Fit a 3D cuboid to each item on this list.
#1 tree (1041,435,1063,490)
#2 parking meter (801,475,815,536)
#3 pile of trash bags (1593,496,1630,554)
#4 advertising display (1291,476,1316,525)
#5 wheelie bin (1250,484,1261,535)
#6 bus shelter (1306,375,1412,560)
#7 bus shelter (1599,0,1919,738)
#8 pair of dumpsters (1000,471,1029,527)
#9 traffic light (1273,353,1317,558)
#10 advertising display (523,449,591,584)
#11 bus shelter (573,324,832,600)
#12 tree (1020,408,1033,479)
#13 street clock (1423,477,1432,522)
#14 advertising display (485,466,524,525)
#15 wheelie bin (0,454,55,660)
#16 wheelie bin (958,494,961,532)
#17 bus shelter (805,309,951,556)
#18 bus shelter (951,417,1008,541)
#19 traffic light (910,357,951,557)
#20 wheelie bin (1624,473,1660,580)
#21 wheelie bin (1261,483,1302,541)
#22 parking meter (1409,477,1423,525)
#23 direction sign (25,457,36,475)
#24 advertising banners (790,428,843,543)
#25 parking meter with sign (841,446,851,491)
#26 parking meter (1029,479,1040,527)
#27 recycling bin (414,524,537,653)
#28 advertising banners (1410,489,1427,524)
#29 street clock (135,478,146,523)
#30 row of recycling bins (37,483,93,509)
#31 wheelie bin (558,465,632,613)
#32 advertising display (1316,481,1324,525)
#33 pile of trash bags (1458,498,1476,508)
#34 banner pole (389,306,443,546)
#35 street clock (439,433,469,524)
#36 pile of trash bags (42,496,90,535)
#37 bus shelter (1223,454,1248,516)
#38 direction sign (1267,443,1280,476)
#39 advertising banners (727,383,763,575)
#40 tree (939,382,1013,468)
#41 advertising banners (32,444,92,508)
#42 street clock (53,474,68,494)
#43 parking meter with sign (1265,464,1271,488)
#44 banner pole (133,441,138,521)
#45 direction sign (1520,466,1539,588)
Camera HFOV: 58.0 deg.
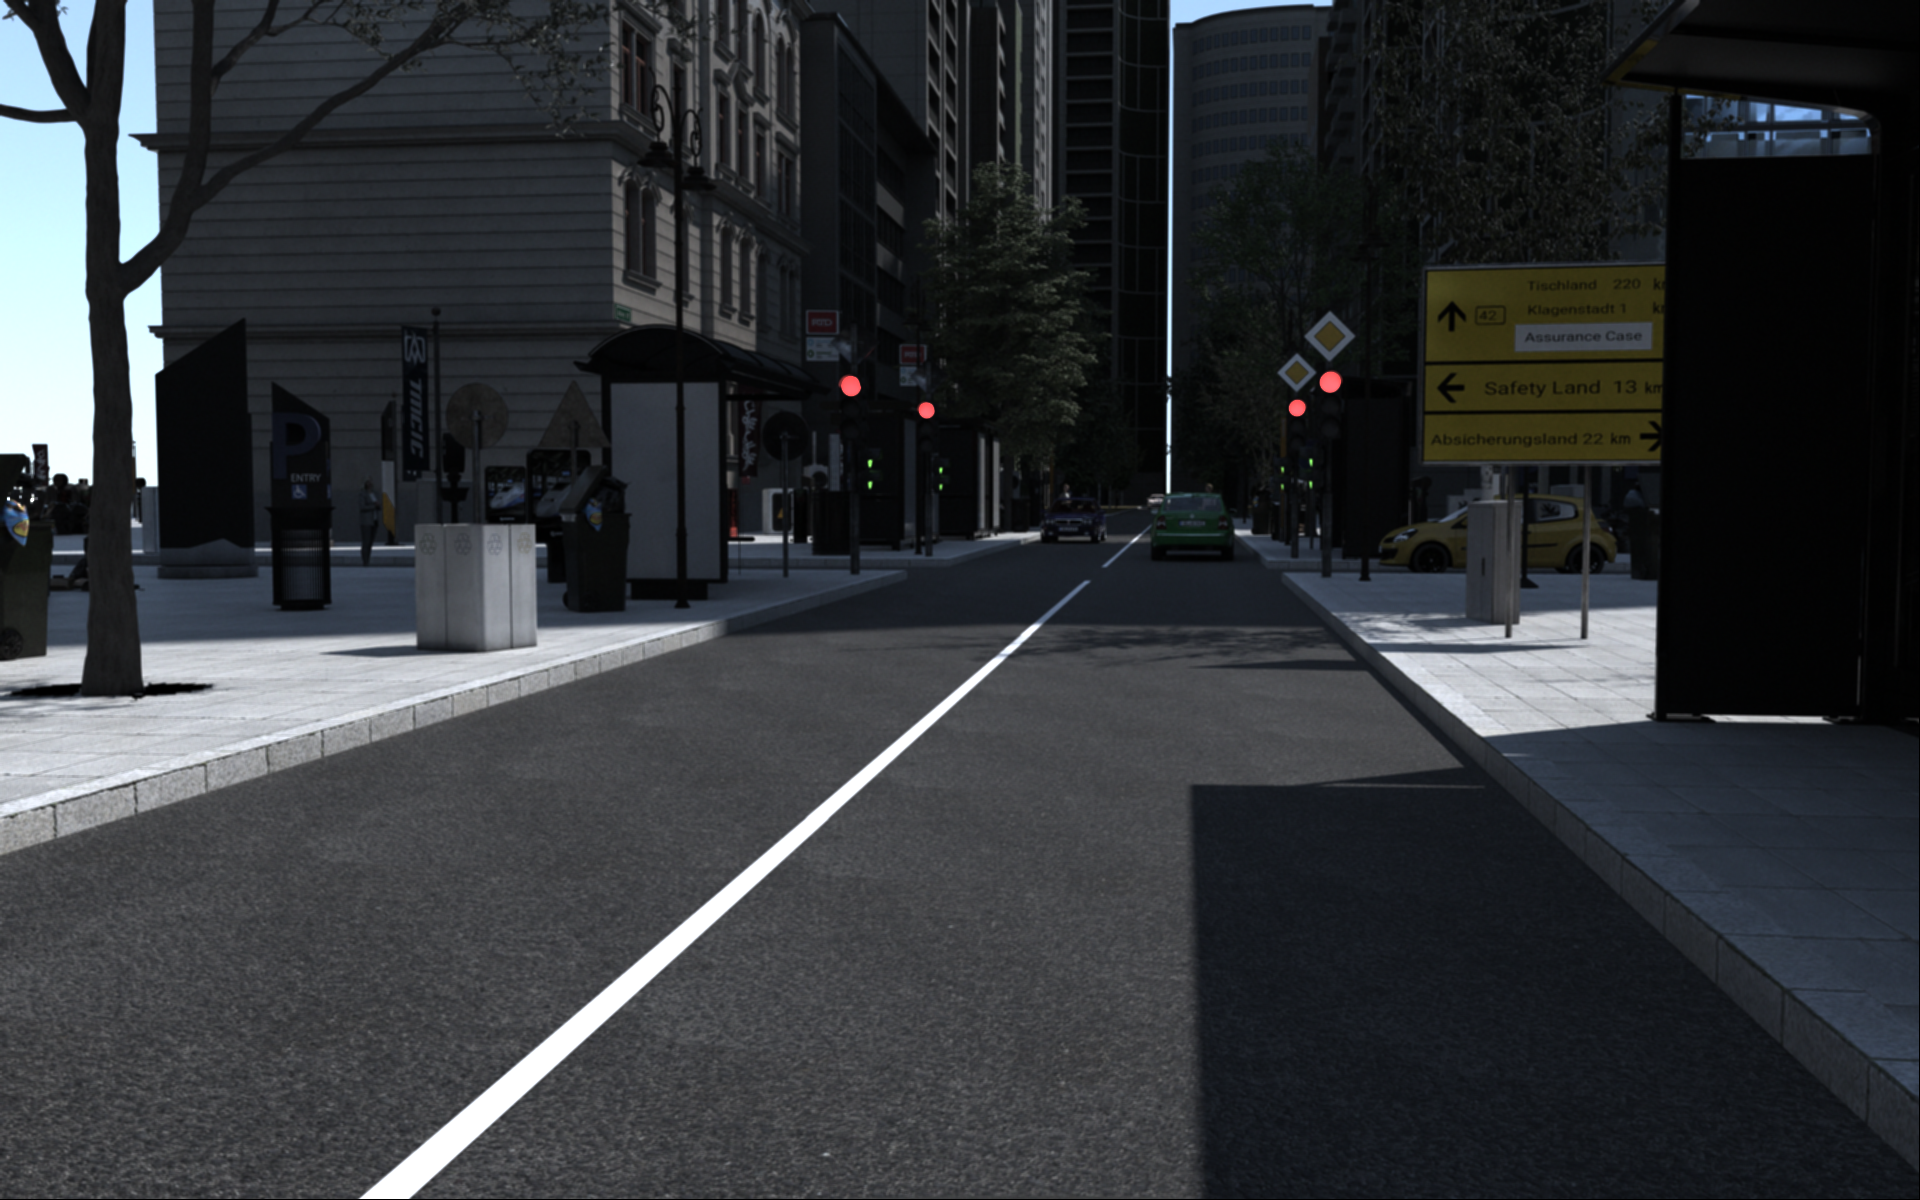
[{"bbox_3d":[4.655,-9.489,105.500,4.360,8.622,3.978,0,3,0],"label":"tree"},{"bbox_3d":[-4.613,-2.874,52.702,0.399,1.863,0.255,2,4,27],"label":"parking meter"},{"bbox_3d":[14.448,-1.728,38.001,3.447,1.369,1.912,1,4,9],"label":"pile of trash bags"},{"bbox_3d":[12.523,-3.573,63.627,0.974,1.923,0.123,-1,4,-23],"label":"advertising display"},{"bbox_3d":[9.587,-2.851,54.525,0.693,1.594,0.980,2,4,33],"label":"wheelie bin"},{"bbox_3d":[8.387,-2.780,36.742,1.731,3.624,6.357,0,4,8],"label":"bus shelter"},{"bbox_3d":[4.049,-0.941,6.670,1.731,3.624,6.357,0,4,7],"label":"bus shelter"},{"bbox_3d":[1.876,-4.128,69.987,1.574,2.255,4.437,0,4,8],"label":"pair of dumpsters"},{"bbox_3d":[6.678,-2.791,34.549,0.839,4.253,0.868,0,4,7],"label":"traffic light"},{"bbox_3d":[-5.783,-1.212,25.024,0.974,1.923,0.123,-3,5,-41],"label":"advertising display"},{"bbox_3d":[-3.272,-1.803,23.409,2.014,3.302,5.546,0,4,7],"label":"bus shelter"},{"bbox_3d":[2.144,-9.160,100.125,4.360,8.622,3.978,0,3,0],"label":"tree"},{"bbox_3d":[19.277,-4.111,71.784,0.471,2.002,0.358,0,4,0],"label":"street clock"},{"bbox_3d":[-10.446,-2.118,39.851,0.974,1.923,0.123,-3,5,-41],"label":"advertising display"},{"bbox_3d":[-7.585,-0.347,13.579,0.980,1.594,0.693,1,4,16],"label":"wheelie bin"},{"bbox_3d":[0.327,-3.129,59.068,0.980,1.594,0.693,-3,5,-41],"label":"wheelie bin"},{"bbox_3d":[-1.937,-3.827,40.209,2.179,5.291,8.768,0,4,7],"label":"bus shelter"},{"bbox_3d":[-0.201,-4.358,48.882,2.179,5.291,8.768,0,4,8],"label":"bus shelter"},{"bbox_3d":[-0.623,-2.848,35.487,0.839,4.253,0.868,0,4,7],"label":"traffic light"},{"bbox_3d":[10.419,-1.106,25.999,0.980,1.594,0.693,0,4,-7],"label":"wheelie bin"},{"bbox_3d":[8.993,-2.440,47.807,0.980,1.594,0.693,3,4,37],"label":"wheelie bin"},{"bbox_3d":[15.684,-3.294,59.575,0.399,1.863,0.255,-1,4,-9],"label":"parking meter"},{"bbox_3d":[-61.820,-7.551,115.455,0.379,3.537,0.876,3,5,42],"label":"direction sign"},{"bbox_3d":[-3.660,-3.028,45.688,0.090,3.025,2.074,3,5,45],"label":"advertising banners"},{"bbox_3d":[-4.172,-4.047,62.437,0.543,3.016,1.738,-1,4,-8],"label":"parking meter with sign"},{"bbox_3d":[2.930,-3.798,67.800,0.399,1.863,0.255,-3,5,-44],"label":"parking meter"},{"bbox_3d":[-4.027,-0.114,14.425,0.722,1.027,0.722,2,4,26],"label":"recycling bin"},{"bbox_3d":[10.477,-2.731,40.836,0.090,3.025,2.074,3,5,43],"label":"advertising banners"},{"bbox_3d":[-36.199,-4.404,76.571,0.358,2.002,0.471,0,4,6],"label":"street clock"},{"bbox_3d":[-33.739,-3.613,66.193,3.534,1.692,1.069,2,4,31],"label":"row of recycling bins"},{"bbox_3d":[-4.003,-0.682,19.052,0.693,1.594,0.980,-2,4,-30],"label":"wheelie bin"},{"bbox_3d":[15.166,-4.099,72.232,0.123,1.923,0.974,-3,5,-40],"label":"advertising display"},{"bbox_3d":[16.301,-2.546,51.385,3.447,1.369,1.912,2,4,26],"label":"pile of trash bags"},{"bbox_3d":[-7.091,-2.017,22.988,0.401,3.779,0.863,2,4,27],"label":"banner pole"},{"bbox_3d":[-5.993,-0.977,20.537,0.358,2.002,0.471,-1,4,-21],"label":"street clock"},{"bbox_3d":[-28.768,-2.729,54.380,3.447,1.369,1.912,-3,5,-43],"label":"pile of trash bags"},{"bbox_3d":[16.310,-6.851,103.289,1.731,3.624,6.357,0,4,8],"label":"bus shelter"},{"bbox_3d":[14.030,-5.180,76.693,0.876,3.537,0.379,1,4,16],"label":"direction sign"},{"bbox_3d":[-3.922,-1.922,27.615,2.074,3.025,0.090,2,4,33],"label":"advertising banners"},{"bbox_3d":[0.688,-8.483,89.066,4.360,8.622,3.978,0,3,0],"label":"tree"},{"bbox_3d":[-31.168,-3.922,60.306,2.074,3.025,0.090,-1,4,-9],"label":"advertising banners"},{"bbox_3d":[-31.737,-3.461,61.157,0.471,2.002,0.358,1,4,15],"label":"street clock"},{"bbox_3d":[18.252,-6.439,101.541,0.543,3.016,1.738,1,4,21],"label":"parking meter with sign"},{"bbox_3d":[-39.018,-5.593,81.457,0.863,3.779,0.401,-3,5,-40],"label":"banner pole"},{"bbox_3d":[7.734,-1.935,23.642,0.379,3.537,0.876,0,4,-2],"label":"direction sign"}]
